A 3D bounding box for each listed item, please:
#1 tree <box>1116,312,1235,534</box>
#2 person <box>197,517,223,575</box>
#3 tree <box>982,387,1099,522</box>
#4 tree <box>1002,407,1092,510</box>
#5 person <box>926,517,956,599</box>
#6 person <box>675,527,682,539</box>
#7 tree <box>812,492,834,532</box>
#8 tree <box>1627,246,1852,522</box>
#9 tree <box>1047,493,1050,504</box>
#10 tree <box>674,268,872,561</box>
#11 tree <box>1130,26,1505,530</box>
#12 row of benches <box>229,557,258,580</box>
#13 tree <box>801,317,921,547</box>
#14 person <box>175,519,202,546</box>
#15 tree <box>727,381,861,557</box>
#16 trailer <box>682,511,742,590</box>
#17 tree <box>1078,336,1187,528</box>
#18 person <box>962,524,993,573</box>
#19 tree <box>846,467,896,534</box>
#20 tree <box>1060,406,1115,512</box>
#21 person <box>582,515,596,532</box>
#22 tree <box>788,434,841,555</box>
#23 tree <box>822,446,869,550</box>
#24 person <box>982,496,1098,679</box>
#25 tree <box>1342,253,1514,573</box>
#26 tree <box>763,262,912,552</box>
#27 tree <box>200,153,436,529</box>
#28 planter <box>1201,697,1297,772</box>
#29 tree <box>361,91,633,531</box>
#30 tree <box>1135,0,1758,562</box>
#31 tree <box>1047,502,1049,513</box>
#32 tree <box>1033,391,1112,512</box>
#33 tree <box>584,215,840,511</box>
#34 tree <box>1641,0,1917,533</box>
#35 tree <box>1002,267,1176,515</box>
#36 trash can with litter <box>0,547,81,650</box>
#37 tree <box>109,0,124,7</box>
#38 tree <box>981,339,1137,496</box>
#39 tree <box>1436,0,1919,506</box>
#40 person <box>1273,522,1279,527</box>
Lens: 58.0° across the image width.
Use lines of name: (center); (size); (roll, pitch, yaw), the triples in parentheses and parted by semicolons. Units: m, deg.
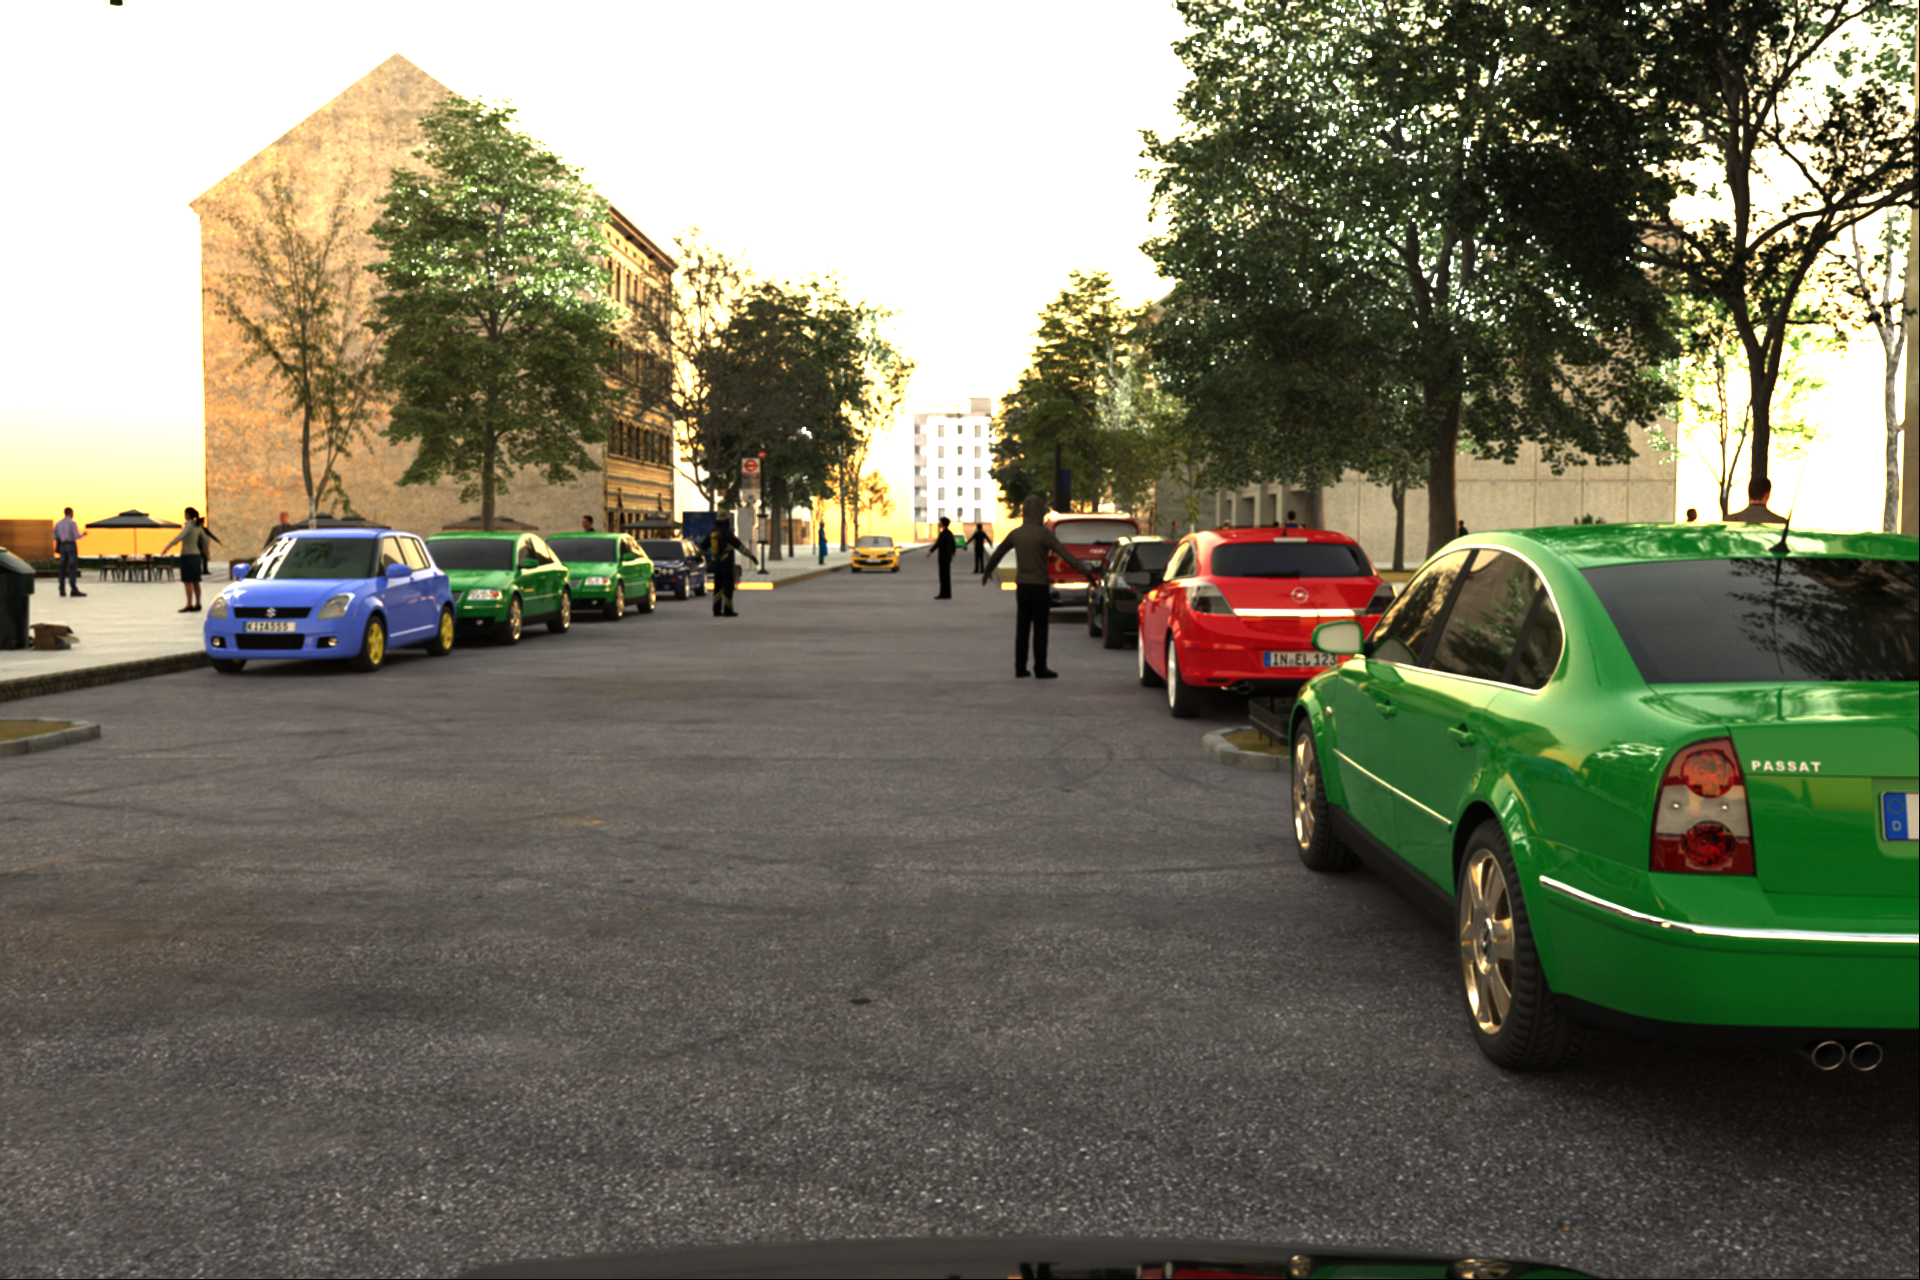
tree: (7.358, -6.484, 56.380); (4.737, 8.622, 4.395); (0, 3, 0)
person: (-23.937, -2.986, 54.751); (1.347, 1.837, 0.705); (1, 4, 17)
tree: (6.533, -14.034, 136.104); (9.857, 13.997, 8.962); (0, 3, 0)
tree: (6.635, -11.623, 124.451); (7.601, 10.594, 8.767); (1, 4, 17)
person: (-0.364, -1.814, 38.309); (0.705, 1.806, 1.347); (2, 4, 25)
person: (-7.332, -2.499, 47.044); (0.705, 1.806, 1.347); (3, 4, 37)
tree: (-18.825, -17.700, 239.764); (4.360, 8.622, 3.978); (0, 3, 0)
tree: (27.591, -8.342, 62.153); (9.928, 11.665, 9.643); (0, 3, 0)
tree: (6.569, -11.844, 144.006); (4.360, 8.622, 3.978); (0, 3, 0)
tree: (-9.066, -10.833, 83.769); (9.857, 13.997, 8.962); (0, 3, 0)
tree: (8.770, -8.328, 42.822); (9.857, 13.997, 8.962); (0, 3, 0)
row of benches: (-18.224, -2.019, 48.481); (4.104, 0.672, 1.422); (0, 4, -5)
tree: (-10.162, -18.124, 152.211); (12.611, 20.169, 13.585); (0, 3, 0)
person: (-23.624, -2.852, 53.095); (0.721, 1.772, 1.216); (1, 4, 13)
tree: (-9.371, -9.954, 97.162); (8.767, 10.594, 7.601); (1, 4, 12)
trailer: (-6.484, -2.272, 44.198); (1.471, 1.999, 3.904); (0, 4, 0)
tree: (6.051, -6.979, 64.467); (4.360, 8.622, 3.978); (0, 3, 0)
person: (0.685, -3.338, 63.220); (1.347, 1.806, 0.705); (-3, 4, -36)
tree: (-12.268, -18.689, 239.980); (7.601, 10.594, 8.767); (0, 4, -7)
tree: (6.485, -8.716, 92.874); (4.737, 8.622, 4.395); (0, 3, 0)
person: (-7.611, -1.635, 35.329); (0.704, 1.812, 1.346); (-3, 4, -37)
tree: (-8.936, -9.638, 107.952); (4.360, 8.622, 3.978); (0, 3, 0)
tree: (-8.945, -11.326, 135.546); (4.737, 8.622, 4.395); (0, 3, 0)
person: (0.743, -0.532, 17.288); (1.348, 1.813, 0.705); (2, 4, 35)
tree: (14.734, -8.079, 57.840); (9.928, 11.665, 9.643); (0, 3, 0)
tree: (-9.461, -16.388, 123.833); (12.611, 20.169, 13.585); (0, 3, 0)
tree: (-13.199, -5.146, 34.496); (4.360, 8.622, 3.978); (0, 3, 0)
planter: (2.616, 0.605, 11.255); (1.991, 0.319, 1.994); (0, 4, 0)
tree: (-12.107, -7.776, 45.263); (7.486, 12.596, 7.792); (0, 3, 0)
tree: (8.191, -7.513, 29.488); (9.857, 13.997, 8.962); (0, 3, 0)
tree: (12.149, -19.328, 241.772); (9.928, 11.665, 9.643); (0, 3, 0)
tree: (5.689, -8.141, 83.465); (4.737, 8.622, 4.395); (0, 3, 0)
tree: (-9.878, -9.632, 67.859); (12.009, 13.543, 11.850); (0, 3, 0)
tree: (23.735, -11.545, 44.645); (12.611, 20.169, 13.585); (0, 3, 0)
tree: (5.542, -9.563, 74.478); (7.486, 12.596, 7.792); (0, 3, 0)
trash can with litter: (-10.386, -0.485, 19.312); (1.055, 1.170, 0.624); (0, 4, 1)
tree: (-11.898, -9.839, 16.750); (12.611, 20.169, 13.585); (0, 3, 0)
tree: (6.412, -12.108, 108.335); (12.009, 13.543, 11.850); (0, 3, 0)
tree: (8.600, -5.104, 17.870); (7.601, 10.594, 8.767); (-1, 4, -23)
person: (11.812, -3.529, 64.416); (1.216, 1.740, 0.721); (3, 5, 42)
